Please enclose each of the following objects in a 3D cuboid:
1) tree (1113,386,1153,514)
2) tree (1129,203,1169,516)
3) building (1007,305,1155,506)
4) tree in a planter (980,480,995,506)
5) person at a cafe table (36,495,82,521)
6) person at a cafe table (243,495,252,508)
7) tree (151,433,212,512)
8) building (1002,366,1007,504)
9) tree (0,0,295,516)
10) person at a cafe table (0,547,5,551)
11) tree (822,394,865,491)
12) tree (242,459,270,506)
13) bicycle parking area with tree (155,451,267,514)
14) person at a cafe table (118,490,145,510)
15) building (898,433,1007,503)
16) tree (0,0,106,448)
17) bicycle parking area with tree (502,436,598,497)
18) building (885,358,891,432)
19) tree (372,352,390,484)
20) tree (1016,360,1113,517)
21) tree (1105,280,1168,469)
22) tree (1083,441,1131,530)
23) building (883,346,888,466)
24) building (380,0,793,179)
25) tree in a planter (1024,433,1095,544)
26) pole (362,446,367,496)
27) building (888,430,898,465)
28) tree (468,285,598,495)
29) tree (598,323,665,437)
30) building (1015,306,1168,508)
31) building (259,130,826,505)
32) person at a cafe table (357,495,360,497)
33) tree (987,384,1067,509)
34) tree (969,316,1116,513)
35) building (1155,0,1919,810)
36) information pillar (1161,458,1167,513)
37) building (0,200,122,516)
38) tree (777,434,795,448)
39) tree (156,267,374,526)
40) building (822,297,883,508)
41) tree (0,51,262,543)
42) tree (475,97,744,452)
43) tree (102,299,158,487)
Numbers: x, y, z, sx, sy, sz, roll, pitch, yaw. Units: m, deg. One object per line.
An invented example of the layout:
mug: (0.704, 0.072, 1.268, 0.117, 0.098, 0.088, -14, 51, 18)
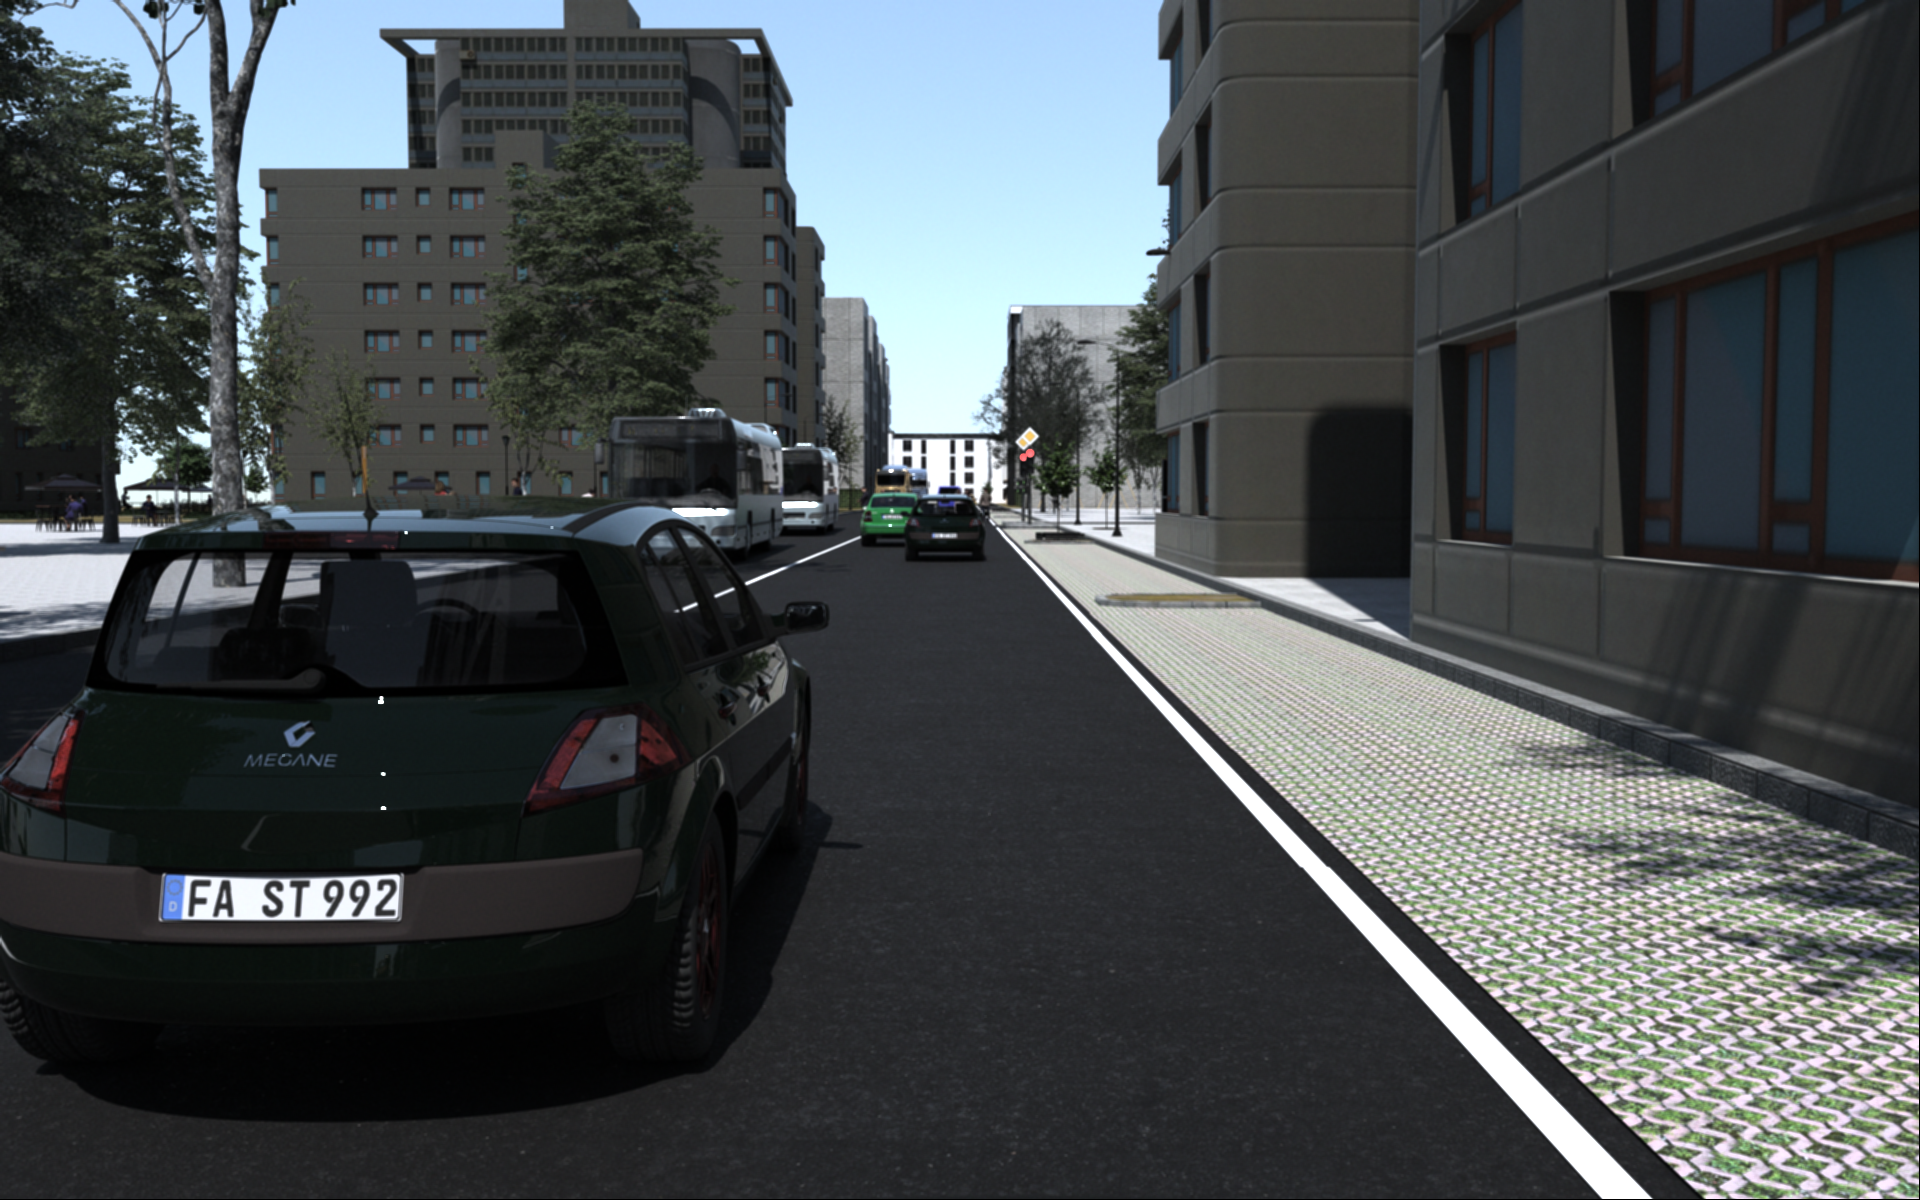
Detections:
tree: (11.171, -9.749, 109.753, 4.360, 8.622, 3.978, 0, 3, 0)
tree: (6.099, -5.402, 38.693, 4.737, 8.622, 4.395, 0, 3, 0)
building: (19.424, -22.001, 203.687, 27.936, 21.610, 32.646, 0, 4, 0)
tree in a planter: (3.369, -13.027, 210.208, 1.991, 3.239, 1.994, 0, 4, 0)
person at a cafe table: (-42.836, -4.388, 82.603, 1.698, 1.238, 1.726, 3, 5, 42)
person at a cafe table: (-42.971, -5.622, 102.784, 1.726, 1.238, 1.698, -2, 4, -30)
tree: (-41.651, -6.699, 93.244, 4.285, 4.588, 4.351, 0, 3, 0)
building: (13.503, -22.612, 226.130, 16.016, 20.091, 11.380, 0, 4, 0)
tree: (-9.348, -10.321, 24.630, 12.611, 20.169, 13.585, 0, 3, 0)
person at a cafe table: (-10.951, -0.445, 18.132, 1.698, 1.238, 1.726, 0, 4, -8)
tree: (-8.918, -10.752, 126.153, 4.737, 8.622, 4.395, 0, 3, 0)
tree: (-38.345, -6.119, 94.648, 1.663, 3.219, 1.824, 0, 3, 0)
bicycle parking area with tree: (-53.160, -8.327, 123.148, 9.016, 4.147, 8.231, 0, 4, -7)
person at a cafe table: (-53.701, -6.343, 112.215, 1.622, 1.524, 1.698, -1, 4, -15)
building: (3.966, -18.460, 243.960, 28.070, 9.664, 9.099, 0, 4, 0)
tree: (-22.025, -7.835, 34.754, 9.857, 13.997, 8.962, 0, 3, 0)
bicycle parking area with tree: (-20.494, -6.130, 87.228, 8.231, 4.147, 9.016, -2, 4, -33)
building: (-15.750, -23.857, 246.482, 11.380, 20.091, 16.016, 0, 4, 0)
tree: (-29.842, -8.223, 84.812, 4.737, 8.622, 4.395, 0, 3, 0)
tree: (5.425, -8.890, 95.706, 4.360, 8.622, 3.978, 0, 3, 0)
tree: (10.769, -10.302, 86.557, 7.486, 12.596, 7.792, 0, 3, 0)
tree: (5.449, -4.177, 62.891, 1.663, 3.219, 1.824, 0, 3, 0)
building: (-17.498, -20.580, 202.944, 16.747, 18.905, 31.486, 0, 4, 0)
building: (-26.956, -27.435, 140.438, 32.217, 40.220, 23.993, 0, 4, 0)
tree in a planter: (2.867, -3.248, 50.322, 1.991, 3.239, 1.994, 0, 4, 0)
pole: (-25.266, -4.872, 73.506, 0.158, 3.312, 0.155, 0, 3, 0)
building: (-22.782, -17.483, 227.986, 28.070, 9.664, 9.099, 0, 4, 0)
tree: (-15.327, -6.769, 61.037, 4.737, 8.622, 4.395, 0, 3, 0)
tree: (-13.409, -7.249, 68.891, 4.737, 8.622, 4.395, 0, 3, 0)
building: (14.299, -18.674, 171.781, 16.747, 18.905, 31.486, 0, 4, 0)
building: (-23.277, -15.999, 106.616, 27.650, 21.520, 28.899, 0, 4, 0)
person at a cafe table: (-24.717, -3.681, 71.044, 1.698, 1.238, 1.726, 0, 4, -7)
tree: (5.853, -12.904, 145.389, 8.767, 10.594, 7.601, -3, 5, -39)
tree: (5.875, -12.771, 119.182, 12.009, 13.543, 11.850, 0, 3, 0)
building: (17.768, -10.721, 20.330, 27.650, 21.520, 28.899, 0, 4, 0)
information pillar: (4.306, -1.903, 35.610, 0.304, 2.012, 0.304, 1, 4, 14)
building: (-66.961, -15.226, 93.991, 28.899, 21.520, 27.650, 0, 4, 0)
tree: (-9.394, -6.198, 85.052, 4.285, 4.588, 4.351, 0, 3, 0)
tree: (-22.248, -6.423, 55.377, 4.737, 8.622, 4.395, 0, 3, 0)
building: (-16.991, -18.658, 171.515, 16.747, 18.905, 31.486, 0, 4, 0)
tree: (-22.368, -7.795, 45.574, 7.486, 12.596, 7.792, 0, 3, 0)
tree: (-10.252, -8.109, 50.711, 7.486, 12.596, 7.792, 0, 3, 0)
tree: (-29.150, -6.931, 63.679, 4.737, 8.622, 4.395, 0, 3, 0)
